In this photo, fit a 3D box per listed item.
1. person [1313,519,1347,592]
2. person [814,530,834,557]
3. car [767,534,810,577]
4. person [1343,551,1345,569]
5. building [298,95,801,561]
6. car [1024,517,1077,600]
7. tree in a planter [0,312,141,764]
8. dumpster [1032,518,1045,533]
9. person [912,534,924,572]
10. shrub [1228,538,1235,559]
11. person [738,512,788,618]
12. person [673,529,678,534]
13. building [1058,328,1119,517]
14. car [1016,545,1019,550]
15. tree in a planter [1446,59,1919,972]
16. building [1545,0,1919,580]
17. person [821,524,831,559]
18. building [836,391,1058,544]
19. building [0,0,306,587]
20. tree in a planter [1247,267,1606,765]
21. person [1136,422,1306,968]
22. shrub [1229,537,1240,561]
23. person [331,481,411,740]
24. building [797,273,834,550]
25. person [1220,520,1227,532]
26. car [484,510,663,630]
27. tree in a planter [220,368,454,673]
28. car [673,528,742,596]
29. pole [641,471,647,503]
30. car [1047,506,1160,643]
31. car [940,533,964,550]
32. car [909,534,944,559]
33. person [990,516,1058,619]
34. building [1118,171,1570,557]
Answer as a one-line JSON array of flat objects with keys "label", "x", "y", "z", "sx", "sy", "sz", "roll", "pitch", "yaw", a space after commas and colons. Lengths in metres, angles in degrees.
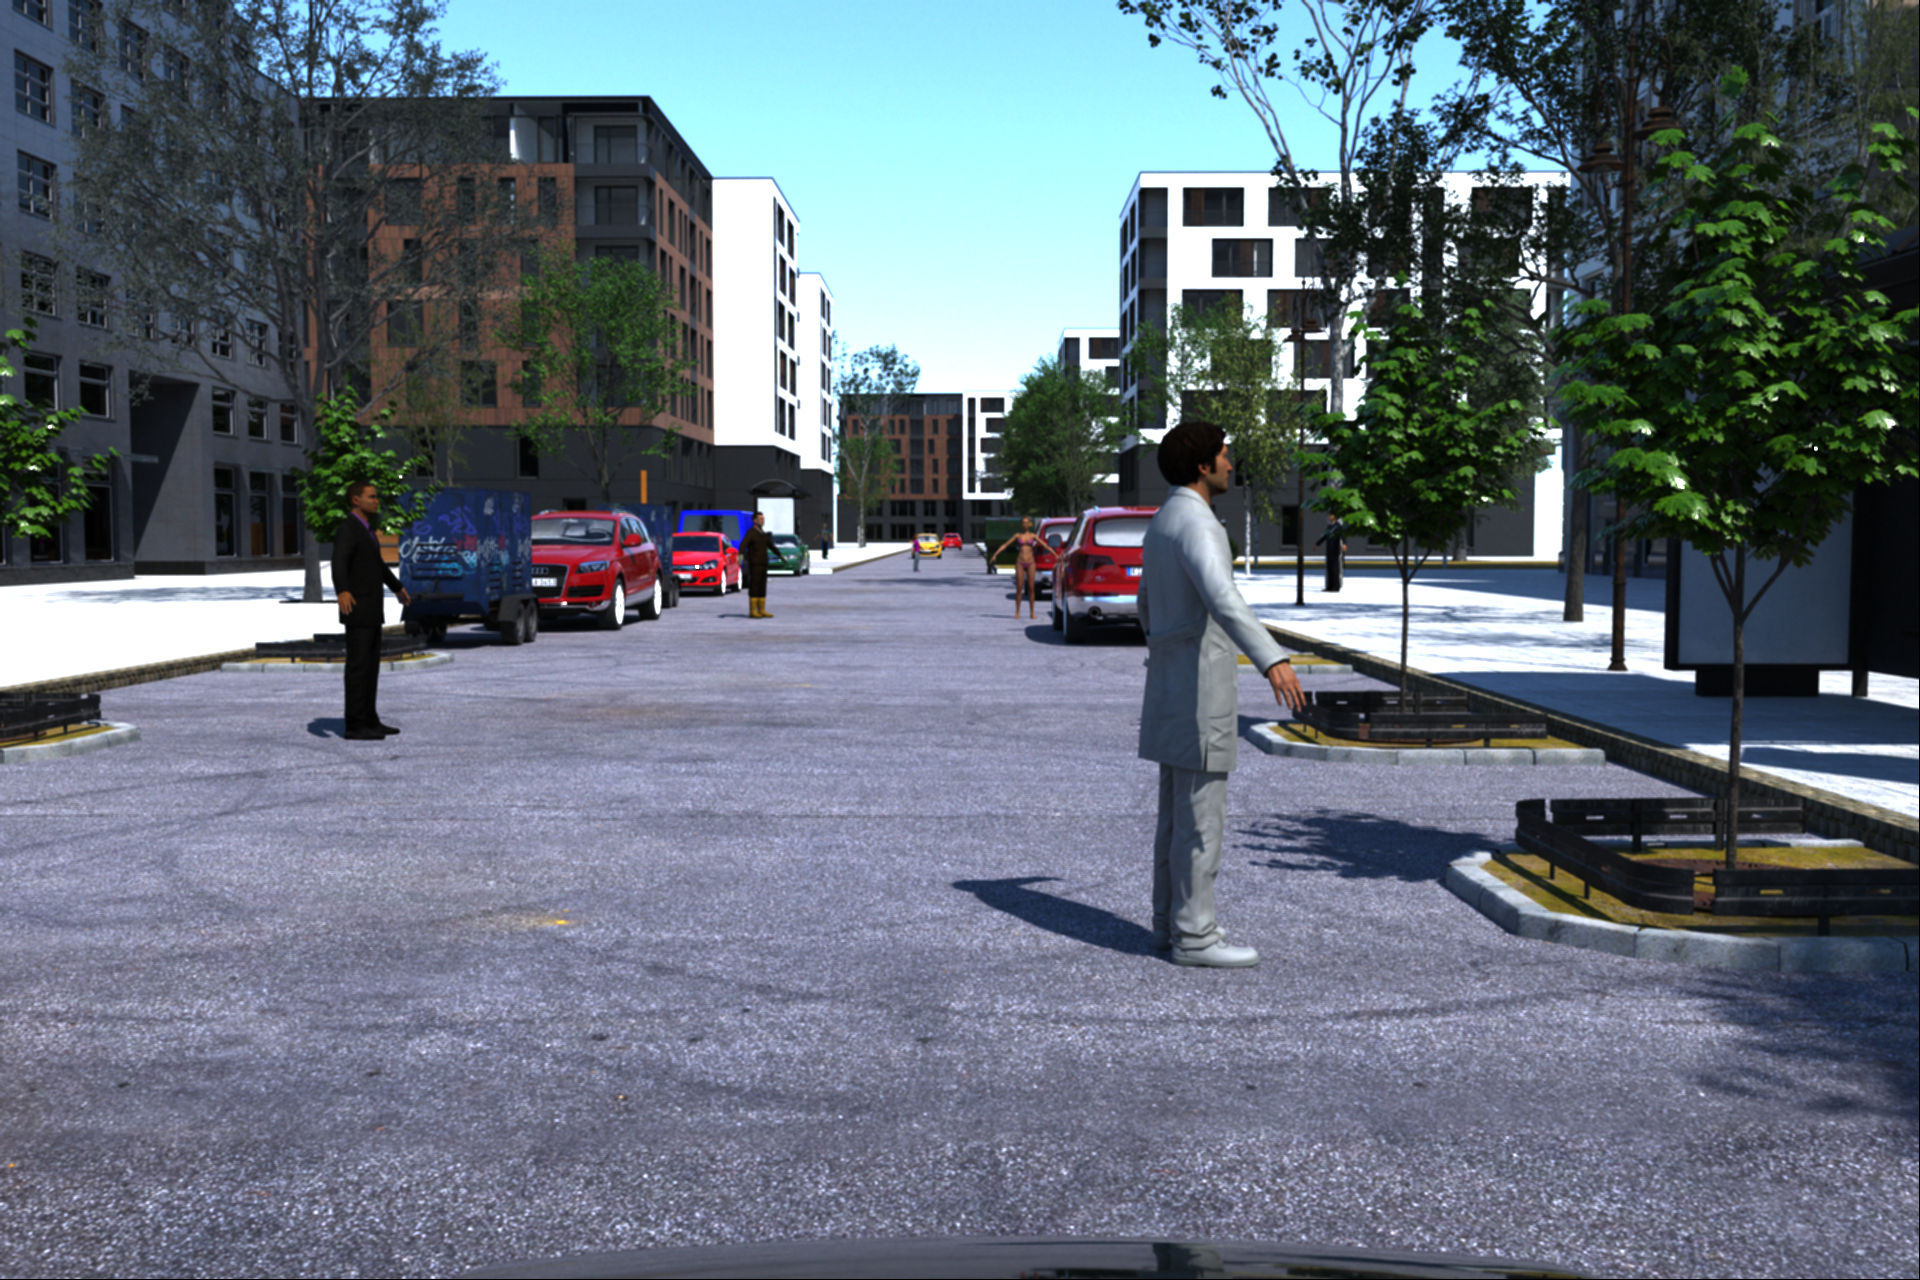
[{"label": "person", "x": 8.255, "y": -1.981, "z": 38.437, "sx": 0.704, "sy": 1.823, "sz": 1.345, "roll": -1, "pitch": 4, "yaw": -18}, {"label": "person", "x": -7.748, "y": -5.684, "z": 99.067, "sx": 1.347, "sy": 1.817, "sz": 0.704, "roll": 2, "pitch": 4, "yaw": 29}, {"label": "car", "x": -6.255, "y": -2.944, "z": 59.926, "sx": 2.131, "sy": 1.459, "sz": 4.920, "roll": 0, "pitch": 4, "yaw": 0}, {"label": "person", "x": 12.995, "y": -3.235, "z": 59.678, "sx": 0.721, "sy": 1.737, "sz": 1.214, "roll": 2, "pitch": 4, "yaw": 29}, {"label": "building", "x": -24.686, "y": -15.511, "z": 97.572, "sx": 27.936, "sy": 21.610, "sz": 32.646, "roll": 0, "pitch": 4, "yaw": 1}, {"label": "car", "x": 2.494, "y": -1.858, "z": 39.049, "sx": 2.281, "sy": 1.827, "sz": 5.304, "roll": 0, "pitch": 4, "yaw": 1}, {"label": "tree in a planter", "x": -6.702, "y": -0.873, "z": 11.490, "sx": 1.991, "sy": 3.239, "sz": 1.994, "roll": 0, "pitch": 4, "yaw": 0}, {"label": "dumpster", "x": 2.789, "y": -2.253, "z": 45.048, "sx": 1.865, "sy": 1.857, "sz": 1.264, "roll": 0, "pitch": 4, "yaw": -1}, {"label": "person", "x": -1.590, "y": -3.290, "z": 65.511, "sx": 0.599, "sy": 1.433, "sz": 0.991, "roll": 2, "pitch": 4, "yaw": 24}, {"label": "shrub", "x": 10.640, "y": -3.610, "z": 70.139, "sx": 1.383, "sy": 1.207, "sz": 1.383, "roll": 0, "pitch": 3, "yaw": 0}, {"label": "person", "x": -3.420, "y": -1.283, "z": 29.567, "sx": 0.704, "sy": 1.812, "sz": 1.346, "roll": 2, "pitch": 4, "yaw": 29}, {"label": "person", "x": -9.246, "y": -3.190, "z": 58.334, "sx": 1.348, "sy": 1.807, "sz": 0.705, "roll": 0, "pitch": 4, "yaw": -3}, {"label": "building", "x": 24.430, "y": -21.051, "z": 188.161, "sx": 27.936, "sy": 21.610, "sz": 32.646, "roll": 0, "pitch": 4, "yaw": 1}, {"label": "car", "x": 2.914, "y": -2.711, "z": 56.129, "sx": 2.131, "sy": 1.459, "sz": 4.920, "roll": 0, "pitch": 4, "yaw": -1}, {"label": "tree in a planter", "x": 2.973, "y": -0.572, "z": 6.571, "sx": 1.991, "sy": 3.239, "sz": 1.994, "roll": 0, "pitch": 4, "yaw": -1}, {"label": "building", "x": 26.010, "y": -15.969, "z": 47.001, "sx": 13.634, "sy": 28.700, "sz": 20.117, "roll": 0, "pitch": 4, "yaw": 1}, {"label": "person", "x": -6.879, "y": -5.045, "z": 88.611, "sx": 0.705, "sy": 1.813, "sz": 1.348, "roll": 1, "pitch": 4, "yaw": 11}, {"label": "building", "x": -1.106, "y": -25.275, "z": 259.671, "sx": 32.646, "sy": 21.610, "sz": 27.936, "roll": 0, "pitch": 4, "yaw": 3}, {"label": "building", "x": -28.236, "y": -14.201, "z": 50.593, "sx": 11.959, "sy": 24.771, "sz": 22.079, "roll": 0, "pitch": 4, "yaw": 0}, {"label": "tree in a planter", "x": 3.004, "y": -0.881, "z": 11.634, "sx": 1.991, "sy": 3.239, "sz": 1.994, "roll": 0, "pitch": 4, "yaw": -1}, {"label": "person", "x": 0.814, "y": 0.170, "z": 5.858, "sx": 0.705, "sy": 1.806, "sz": 1.347, "roll": -1, "pitch": 4, "yaw": -10}, {"label": "shrub", "x": 12.264, "y": -4.149, "z": 78.961, "sx": 1.383, "sy": 1.207, "sz": 1.383, "roll": 0, "pitch": 3, "yaw": 0}, {"label": "person", "x": -4.174, "y": -0.214, "z": 12.183, "sx": 0.704, "sy": 1.802, "sz": 1.346, "roll": 0, "pitch": 4, "yaw": -1}, {"label": "building", "x": -24.870, "y": -17.701, "z": 133.393, "sx": 27.936, "sy": 21.610, "sz": 32.646, "roll": 0, "pitch": 3, "yaw": 0}, {"label": "person", "x": 10.253, "y": -3.778, "z": 67.630, "sx": 0.705, "sy": 1.847, "sz": 1.347, "roll": 1, "pitch": 4, "yaw": 17}, {"label": "car", "x": -6.058, "y": -1.149, "z": 27.467, "sx": 2.281, "sy": 1.827, "sz": 5.304, "roll": 0, "pitch": 4, "yaw": 0}, {"label": "tree in a planter", "x": -6.661, "y": -1.321, "z": 18.819, "sx": 1.991, "sy": 3.239, "sz": 1.994, "roll": 0, "pitch": 4, "yaw": 1}, {"label": "car", "x": -6.309, "y": -1.969, "z": 41.226, "sx": 2.155, "sy": 1.783, "sz": 4.494, "roll": 0, "pitch": 4, "yaw": 1}, {"label": "pole", "x": -10.148, "y": -3.782, "z": 55.676, "sx": 0.158, "sy": 3.312, "sz": 0.155, "roll": 0, "pitch": 3, "yaw": 0}, {"label": "car", "x": 2.384, "y": -0.953, "z": 24.262, "sx": 2.281, "sy": 1.827, "sz": 5.304, "roll": 0, "pitch": 4, "yaw": 0}, {"label": "car", "x": -0.723, "y": -8.814, "z": 153.148, "sx": 2.155, "sy": 1.783, "sz": 4.494, "roll": 0, "pitch": 4, "yaw": 1}, {"label": "car", "x": -1.936, "y": -5.569, "z": 101.277, "sx": 2.015, "sy": 1.641, "sz": 3.980, "roll": 0, "pitch": 4, "yaw": 0}, {"label": "person", "x": 1.109, "y": -1.225, "z": 29.291, "sx": 1.217, "sy": 1.733, "sz": 0.721, "roll": 0, "pitch": 4, "yaw": -2}, {"label": "building", "x": 24.208, "y": -16.522, "z": 114.106, "sx": 27.936, "sy": 21.610, "sz": 32.646, "roll": 0, "pitch": 4, "yaw": 0}]
